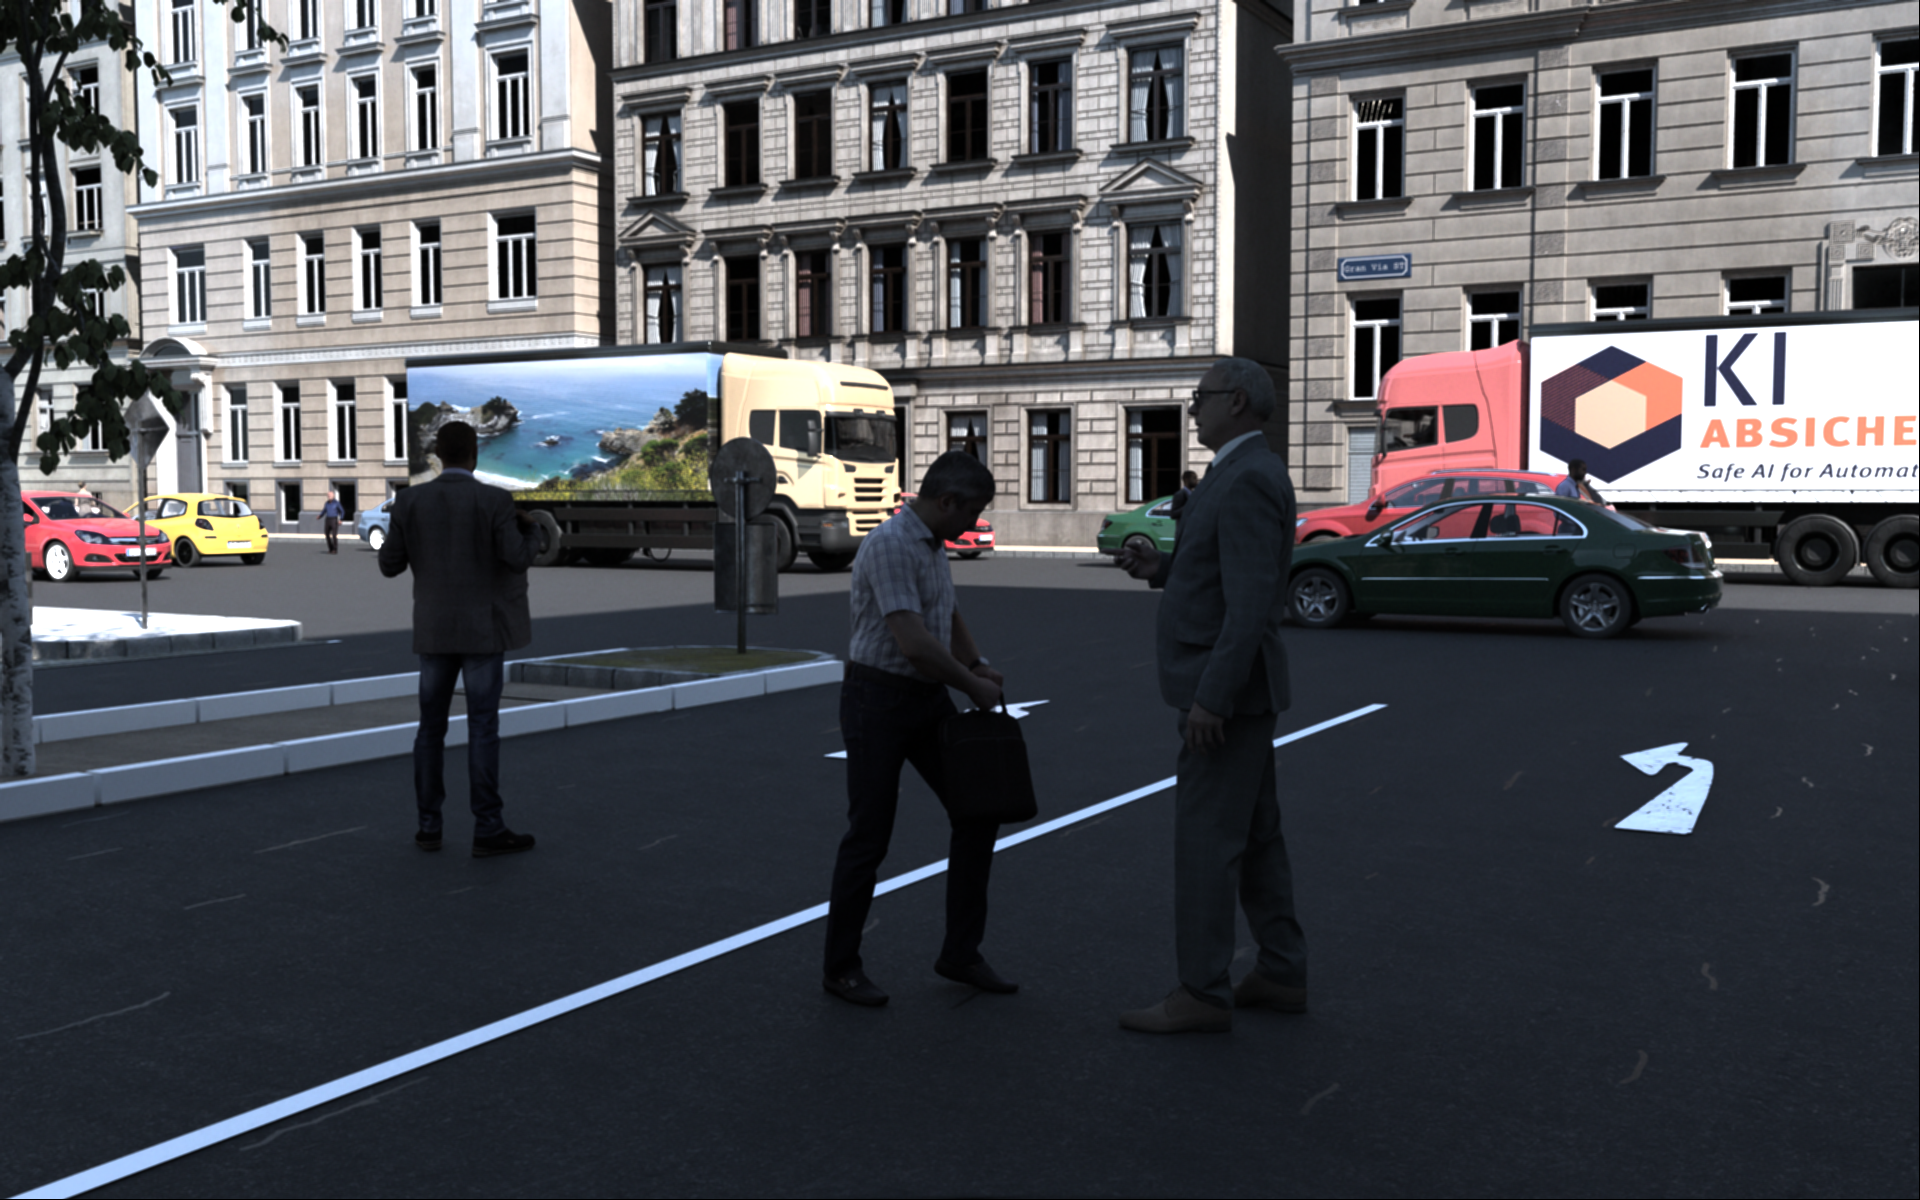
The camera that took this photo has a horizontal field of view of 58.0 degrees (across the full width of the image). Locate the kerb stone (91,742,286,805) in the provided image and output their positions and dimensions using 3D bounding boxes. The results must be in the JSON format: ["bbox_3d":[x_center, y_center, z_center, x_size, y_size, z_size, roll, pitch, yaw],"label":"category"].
[{"bbox_3d":[-3.749,0.842,8.426,0.120,0.150,1.000,2,4,30],"label":"kerb stone"}]

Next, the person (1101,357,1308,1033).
[{"bbox_3d":[0.666,0.240,4.757,0.590,1.801,0.661,1,4,10],"label":"person"}]

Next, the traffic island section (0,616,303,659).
[{"bbox_3d":[-7.737,0.359,16.406,2.009,0.180,2.903,2,4,30],"label":"traffic island section"}]

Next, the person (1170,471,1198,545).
[{"bbox_3d":[2.881,-0.748,21.546,0.431,1.722,0.655,3,5,40],"label":"person"}]

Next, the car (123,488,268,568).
[{"bbox_3d":[-15.932,-1.525,35.163,3.980,1.641,2.015,2,4,29],"label":"car"}]

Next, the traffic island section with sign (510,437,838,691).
[{"bbox_3d":[-2.048,-0.324,13.432,2.006,1.907,1.989,2,4,30],"label":"traffic island section with sign"}]

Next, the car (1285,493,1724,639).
[{"bbox_3d":[5.477,-0.410,18.502,4.920,1.459,2.131,2,4,28],"label":"car"}]

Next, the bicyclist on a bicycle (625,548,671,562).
[{"bbox_3d":[-6.771,-1.642,36.873,1.625,1.676,1.499,2,4,31],"label":"bicyclist on a bicycle"}]

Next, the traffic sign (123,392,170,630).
[{"bbox_3d":[-7.712,-0.776,16.331,0.795,2.450,0.064,2,4,30],"label":"traffic sign"}]

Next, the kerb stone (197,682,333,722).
[{"bbox_3d":[-4.546,0.669,11.266,0.120,0.150,1.000,2,4,30],"label":"kerb stone"}]

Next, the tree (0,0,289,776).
[{"bbox_3d":[-4.870,-3.395,8.320,4.737,8.622,4.395,0,3,0],"label":"tree"}]

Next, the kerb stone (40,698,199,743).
[{"bbox_3d":[-5.058,0.723,10.377,0.120,0.150,1.000,2,4,30],"label":"kerb stone"}]

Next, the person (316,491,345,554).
[{"bbox_3d":[-15.131,-1.853,41.489,0.574,1.496,0.600,3,5,40],"label":"person"}]

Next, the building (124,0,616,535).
[{"bbox_3d":[-16.228,-16.682,58.651,20.117,28.700,13.634,2,4,30],"label":"building"}]

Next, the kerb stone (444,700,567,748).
[{"bbox_3d":[-2.725,0.733,10.211,0.120,0.150,1.000,2,4,30],"label":"kerb stone"}]

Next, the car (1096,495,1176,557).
[{"bbox_3d":[5.046,-1.315,33.302,4.920,1.459,2.131,2,4,30],"label":"car"}]

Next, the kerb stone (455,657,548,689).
[{"bbox_3d":[-3.519,0.560,13.044,0.120,0.150,1.000,2,4,30],"label":"kerb stone"}]

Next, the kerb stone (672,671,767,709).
[{"bbox_3d":[-1.700,0.626,11.991,0.120,0.150,1.000,2,4,30],"label":"kerb stone"}]

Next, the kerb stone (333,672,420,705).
[{"bbox_3d":[-4.030,0.614,12.153,0.120,0.150,1.000,2,4,30],"label":"kerb stone"}]

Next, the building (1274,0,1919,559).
[{"bbox_3d":[20.643,-14.673,37.160,25.104,27.353,12.463,2,4,30],"label":"building"}]

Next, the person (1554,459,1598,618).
[{"bbox_3d":[7.218,-0.718,20.107,0.599,1.838,0.709,2,4,35],"label":"person"}]

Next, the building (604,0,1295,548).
[{"bbox_3d":[0.414,-11.206,47.840,19.286,19.102,10.561,2,4,30],"label":"building"}]

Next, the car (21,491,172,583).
[{"bbox_3d":[-15.354,-1.244,29.387,4.494,1.783,2.155,2,4,28],"label":"car"}]

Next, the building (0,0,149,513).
[{"bbox_3d":[-37.561,-14.665,73.055,30.059,22.955,16.112,2,4,30],"label":"building"}]

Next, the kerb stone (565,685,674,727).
[{"bbox_3d":[-2.215,0.681,11.104,0.120,0.150,1.000,2,4,30],"label":"kerb stone"}]

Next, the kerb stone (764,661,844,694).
[{"bbox_3d":[-1.193,0.570,12.883,0.120,0.150,1.000,2,4,30],"label":"kerb stone"}]

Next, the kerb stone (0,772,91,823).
[{"bbox_3d":[-4.264,0.897,7.525,0.120,0.150,1.000,2,4,30],"label":"kerb stone"}]

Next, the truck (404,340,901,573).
[{"bbox_3d":[-5.893,-2.743,33.761,11.283,4.237,2.839,2,4,30],"label":"truck"}]

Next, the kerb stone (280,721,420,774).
[{"bbox_3d":[-3.237,0.787,9.322,0.120,0.150,1.000,2,4,30],"label":"kerb stone"}]

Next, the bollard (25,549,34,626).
[{"bbox_3d":[-9.262,-0.132,16.874,0.404,0.777,0.398,0,3,0],"label":"bollard"}]

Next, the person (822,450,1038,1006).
[{"bbox_3d":[-0.088,0.352,4.960,0.590,1.554,0.614,1,4,18],"label":"person"}]

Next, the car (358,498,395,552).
[{"bbox_3d":[-13.020,-1.910,43.234,4.499,1.417,2.014,2,4,31],"label":"car"}]

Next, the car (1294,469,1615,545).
[{"bbox_3d":[7.697,-1.151,27.492,5.304,1.827,2.281,2,4,30],"label":"car"}]

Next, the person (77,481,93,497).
[{"bbox_3d":[-23.586,-2.318,46.735,0.599,1.781,0.374,-3,5,-44],"label":"person"}]

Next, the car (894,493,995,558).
[{"bbox_3d":[-1.309,-1.819,38.779,4.494,1.783,2.155,2,4,31],"label":"car"}]

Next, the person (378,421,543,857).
[{"bbox_3d":[-1.995,0.142,7.006,0.655,1.722,0.431,1,4,12],"label":"person"}]

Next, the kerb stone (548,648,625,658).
[{"bbox_3d":[-3.003,0.505,13.935,0.120,0.150,1.000,2,4,30],"label":"kerb stone"}]

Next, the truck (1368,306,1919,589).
[{"bbox_3d":[11.915,-2.426,28.582,11.283,4.237,2.839,2,4,29],"label":"truck"}]
